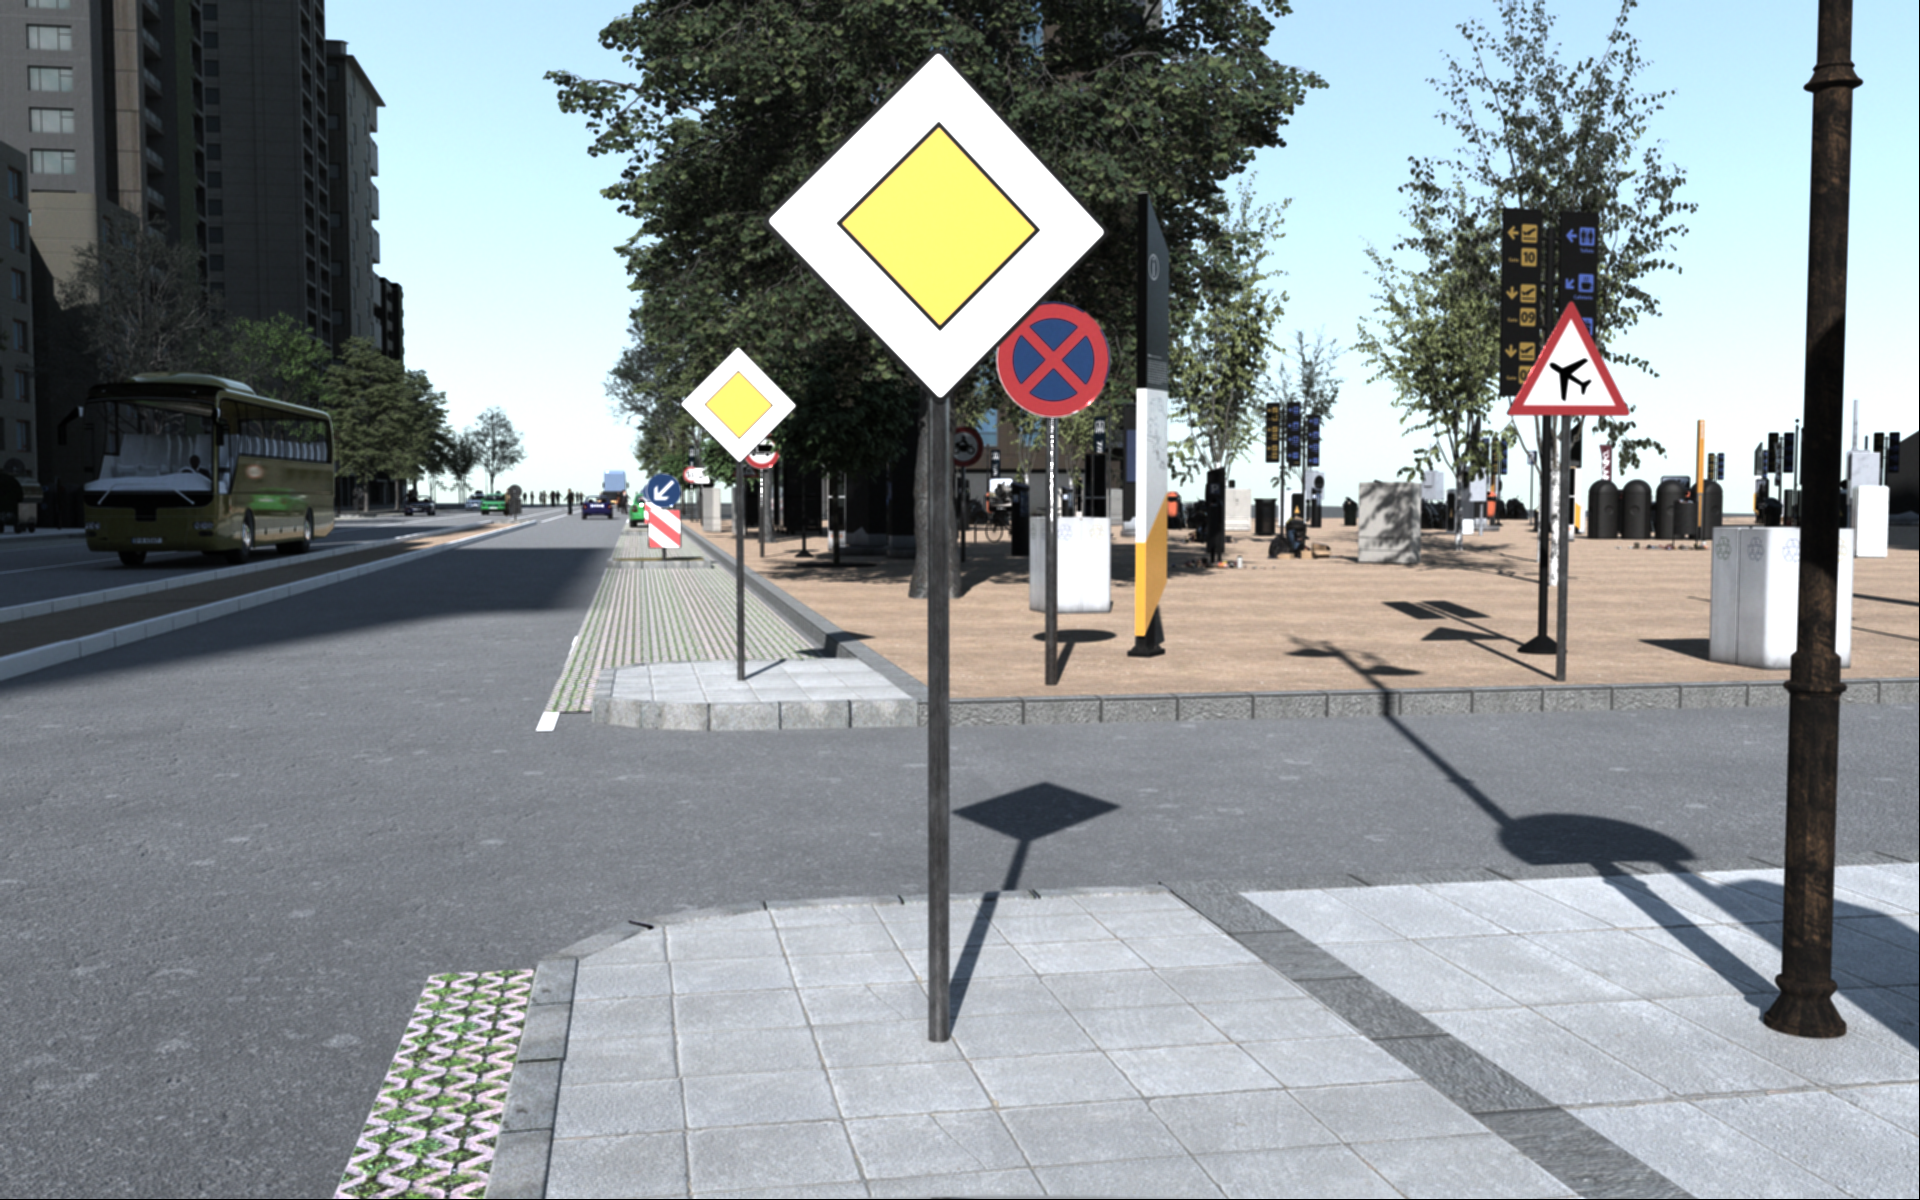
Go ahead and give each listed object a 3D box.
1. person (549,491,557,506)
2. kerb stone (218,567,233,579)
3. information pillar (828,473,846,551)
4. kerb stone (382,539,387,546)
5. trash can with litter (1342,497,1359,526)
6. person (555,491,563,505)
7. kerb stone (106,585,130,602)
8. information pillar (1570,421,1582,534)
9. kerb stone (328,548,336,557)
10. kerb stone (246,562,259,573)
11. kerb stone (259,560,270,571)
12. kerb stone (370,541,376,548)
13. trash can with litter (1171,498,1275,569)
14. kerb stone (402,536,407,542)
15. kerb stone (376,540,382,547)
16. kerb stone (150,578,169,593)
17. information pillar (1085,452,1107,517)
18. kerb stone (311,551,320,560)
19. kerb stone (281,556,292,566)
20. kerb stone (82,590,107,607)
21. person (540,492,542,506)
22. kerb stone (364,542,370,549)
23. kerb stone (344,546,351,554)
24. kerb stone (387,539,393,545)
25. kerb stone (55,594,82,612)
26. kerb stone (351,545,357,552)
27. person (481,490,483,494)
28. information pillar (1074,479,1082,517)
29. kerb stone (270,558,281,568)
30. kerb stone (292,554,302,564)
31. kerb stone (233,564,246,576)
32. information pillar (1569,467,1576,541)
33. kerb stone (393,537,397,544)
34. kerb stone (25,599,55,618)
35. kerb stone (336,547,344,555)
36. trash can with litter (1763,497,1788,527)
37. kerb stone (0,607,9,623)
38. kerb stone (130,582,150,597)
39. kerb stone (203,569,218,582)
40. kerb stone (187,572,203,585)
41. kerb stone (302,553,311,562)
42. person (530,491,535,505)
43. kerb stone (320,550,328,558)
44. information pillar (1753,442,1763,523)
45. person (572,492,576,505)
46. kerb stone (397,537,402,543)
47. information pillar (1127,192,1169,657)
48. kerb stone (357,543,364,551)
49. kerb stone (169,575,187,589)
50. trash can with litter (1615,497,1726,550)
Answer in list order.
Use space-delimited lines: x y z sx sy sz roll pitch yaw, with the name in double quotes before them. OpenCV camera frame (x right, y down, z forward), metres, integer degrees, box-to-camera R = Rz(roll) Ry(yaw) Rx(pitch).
"person" -49.413 -12.330 210.038 0.705 1.831 1.348 2 4 34
"kerb stone" -12.546 -0.437 29.343 0.120 0.150 1.000 -1 4 -10
"information pillar" -2.769 -2.110 38.986 0.304 2.012 0.304 -3 5 -41
"kerb stone" -15.919 -1.548 47.512 0.120 0.150 1.000 -1 4 -10
"trash can with litter" 16.015 -3.585 69.995 1.055 1.170 0.624 0 4 3
"person" -50.973 -12.929 219.514 1.348 1.869 0.705 0 4 -4
"kerb stone" -11.418 -0.068 23.304 0.120 0.150 1.000 -1 4 -10
"information pillar" 19.585 -3.907 55.227 0.183 3.616 0.504 -3 5 -45
"kerb stone" -14.420 -1.055 39.445 0.120 0.150 1.000 -1 4 -10
"kerb stone" -12.920 -0.560 31.359 0.120 0.150 1.000 -1 4 -10
"kerb stone" -13.105 -0.621 32.370 0.120 0.150 1.000 -1 4 -10
"kerb stone" -15.544 -1.423 45.486 0.120 0.150 1.000 -1 4 -10
"trash can with litter" 4.543 -1.197 30.631 1.678 1.210 2.233 0 4 -5
"kerb stone" -16.666 -1.793 51.532 0.120 0.150 1.000 -1 4 -10
"kerb stone" -15.725 -1.486 46.496 0.120 0.150 1.000 -1 4 -10
"kerb stone" -11.800 -0.185 25.315 0.120 0.150 1.000 -1 4 -10
"information pillar" 2.410 -1.606 30.745 0.304 2.012 0.304 -1 4 -22
"kerb stone" -14.039 -0.932 37.428 0.120 0.150 1.000 -1 4 -10
"kerb stone" -13.487 -0.744 34.398 0.120 0.150 1.000 -1 4 -10
"kerb stone" -11.234 -0.004 22.299 0.120 0.150 1.000 -1 4 -10
"person" -51.367 -12.392 211.904 0.721 1.735 1.217 -1 4 -18
"kerb stone" -15.353 -1.361 44.482 0.120 0.150 1.000 -1 4 -10
"kerb stone" -14.795 -1.174 41.461 0.120 0.150 1.000 -1 4 -10
"kerb stone" -16.101 -1.610 48.517 0.120 0.150 1.000 -1 4 -10
"kerb stone" -11.048 0.056 21.294 0.120 0.150 1.000 -1 4 -10
"kerb stone" -14.985 -1.240 42.471 0.120 0.150 1.000 -1 4 -10
"person" -53.231 -11.288 192.924 0.709 1.838 0.599 1 4 15
"information pillar" 5.601 -4.738 81.964 0.304 2.012 0.304 -1 4 -14
"kerb stone" -13.302 -0.684 33.387 0.120 0.150 1.000 -1 4 -10
"kerb stone" -13.670 -0.807 35.407 0.120 0.150 1.000 -1 4 -10
"kerb stone" -12.735 -0.499 30.354 0.120 0.150 1.000 -1 4 -10
"information pillar" 16.471 -2.597 46.949 0.304 2.012 0.304 0 4 -7
"kerb stone" -16.290 -1.667 49.523 0.120 0.150 1.000 -1 4 -10
"kerb stone" -10.867 0.119 20.284 0.120 0.150 1.000 -1 4 -10
"kerb stone" -14.594 -1.117 40.452 0.120 0.150 1.000 -1 4 -10
"trash can with litter" 26.572 -2.742 56.221 0.624 1.170 1.055 -1 4 -9
"kerb stone" -10.680 0.178 19.278 0.120 0.150 1.000 -1 4 -10
"kerb stone" -11.613 -0.129 24.309 0.120 0.150 1.000 -1 4 -10
"kerb stone" -12.368 -0.376 28.337 0.120 0.150 1.000 -1 4 -10
"kerb stone" -12.170 -0.314 27.326 0.120 0.150 1.000 -1 4 -10
"kerb stone" -13.857 -0.870 36.423 0.120 0.150 1.000 -1 4 -10
"person" -55.917 -13.335 226.470 0.705 1.831 1.348 0 4 6
"kerb stone" -14.230 -0.993 38.432 0.120 0.150 1.000 -1 4 -10
"information pillar" 35.788 -5.280 77.676 0.504 3.616 0.183 -2 4 -35
"person" -49.221 -12.892 220.001 1.217 1.736 0.721 0 4 5
"kerb stone" -16.473 -1.723 50.529 0.120 0.150 1.000 -1 4 -10
"information pillar" 1.521 -1.369 13.744 0.183 3.616 0.504 2 4 28
"kerb stone" -15.159 -1.298 43.478 0.120 0.150 1.000 -1 4 -10
"kerb stone" -11.982 -0.252 26.322 0.120 0.150 1.000 -1 4 -10
"trash can with litter" 16.512 -1.795 40.409 2.233 1.210 1.678 2 4 27
